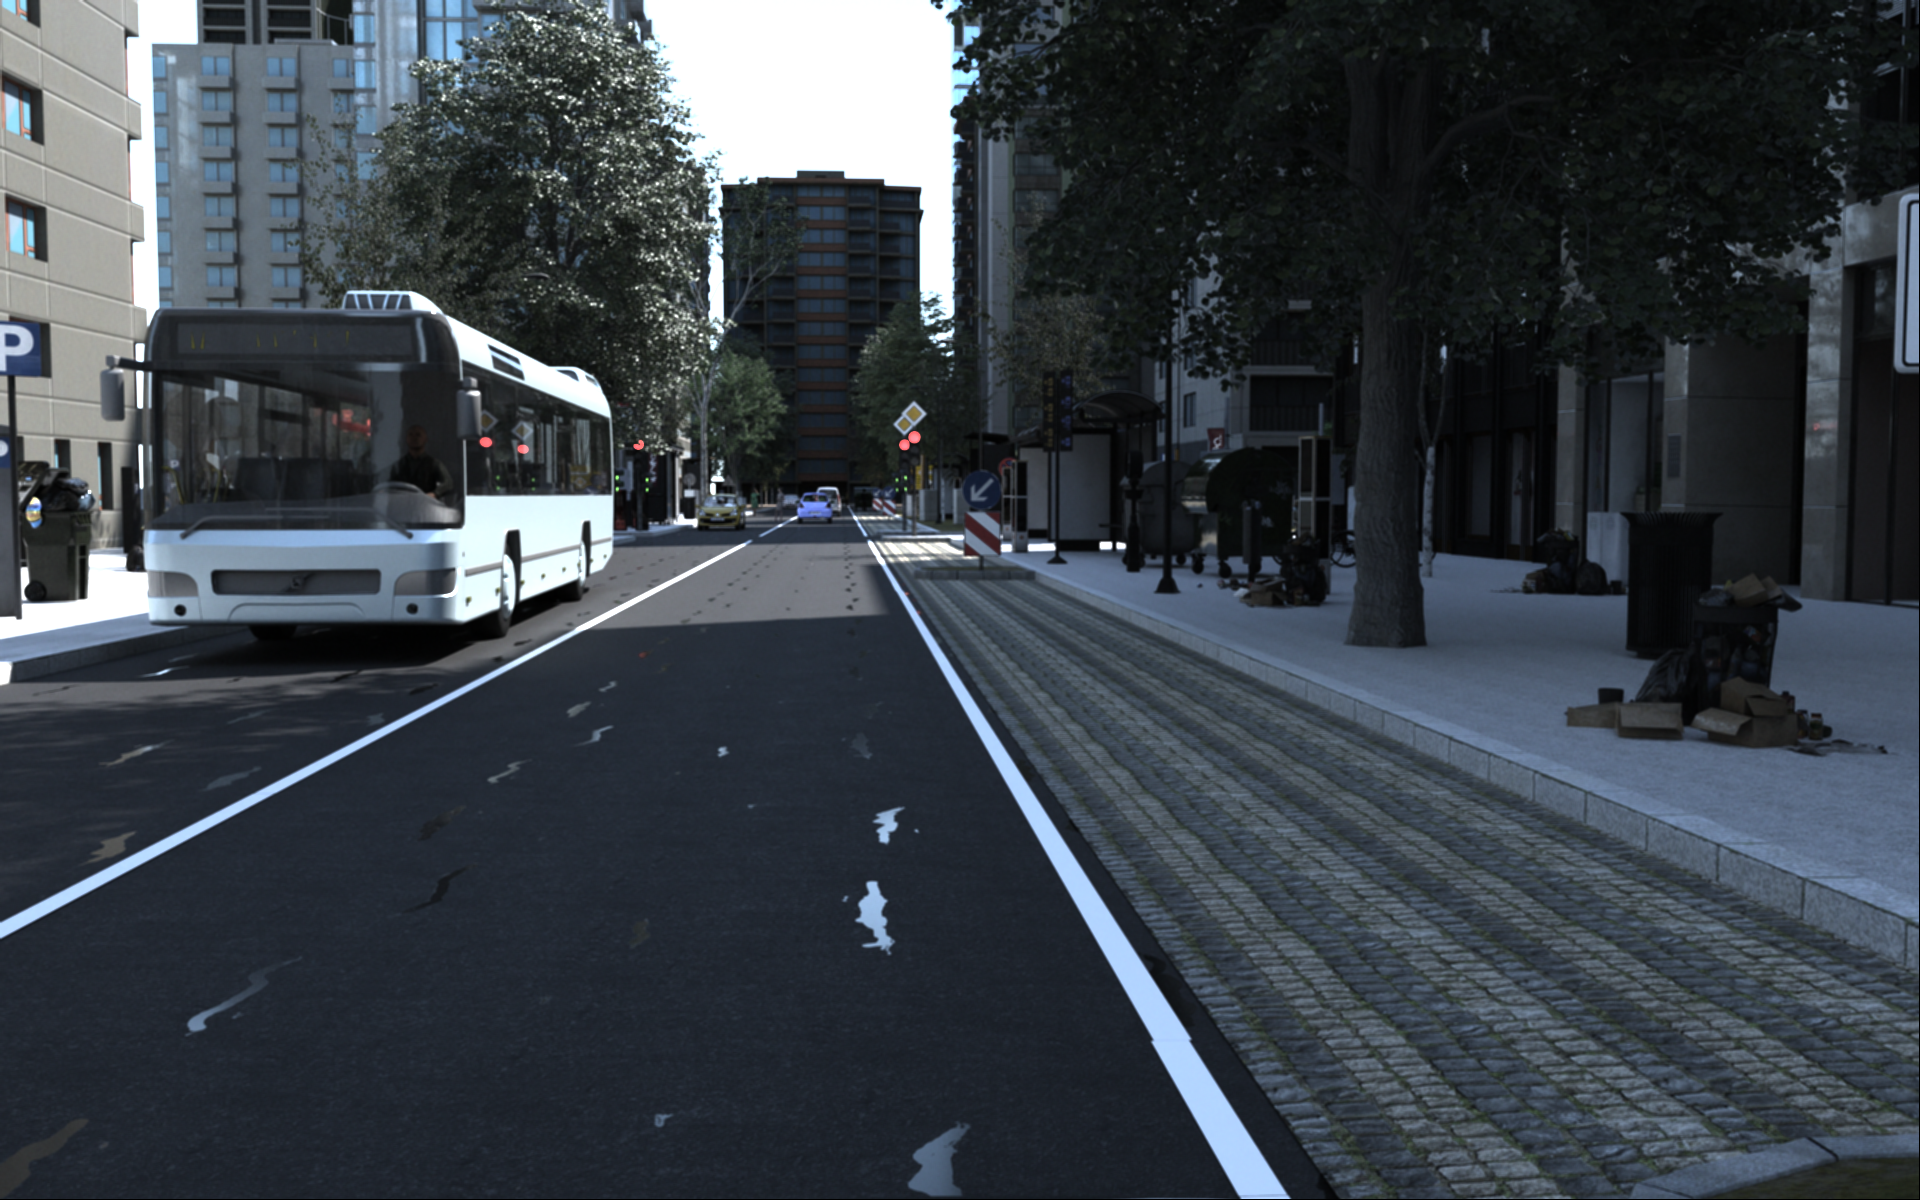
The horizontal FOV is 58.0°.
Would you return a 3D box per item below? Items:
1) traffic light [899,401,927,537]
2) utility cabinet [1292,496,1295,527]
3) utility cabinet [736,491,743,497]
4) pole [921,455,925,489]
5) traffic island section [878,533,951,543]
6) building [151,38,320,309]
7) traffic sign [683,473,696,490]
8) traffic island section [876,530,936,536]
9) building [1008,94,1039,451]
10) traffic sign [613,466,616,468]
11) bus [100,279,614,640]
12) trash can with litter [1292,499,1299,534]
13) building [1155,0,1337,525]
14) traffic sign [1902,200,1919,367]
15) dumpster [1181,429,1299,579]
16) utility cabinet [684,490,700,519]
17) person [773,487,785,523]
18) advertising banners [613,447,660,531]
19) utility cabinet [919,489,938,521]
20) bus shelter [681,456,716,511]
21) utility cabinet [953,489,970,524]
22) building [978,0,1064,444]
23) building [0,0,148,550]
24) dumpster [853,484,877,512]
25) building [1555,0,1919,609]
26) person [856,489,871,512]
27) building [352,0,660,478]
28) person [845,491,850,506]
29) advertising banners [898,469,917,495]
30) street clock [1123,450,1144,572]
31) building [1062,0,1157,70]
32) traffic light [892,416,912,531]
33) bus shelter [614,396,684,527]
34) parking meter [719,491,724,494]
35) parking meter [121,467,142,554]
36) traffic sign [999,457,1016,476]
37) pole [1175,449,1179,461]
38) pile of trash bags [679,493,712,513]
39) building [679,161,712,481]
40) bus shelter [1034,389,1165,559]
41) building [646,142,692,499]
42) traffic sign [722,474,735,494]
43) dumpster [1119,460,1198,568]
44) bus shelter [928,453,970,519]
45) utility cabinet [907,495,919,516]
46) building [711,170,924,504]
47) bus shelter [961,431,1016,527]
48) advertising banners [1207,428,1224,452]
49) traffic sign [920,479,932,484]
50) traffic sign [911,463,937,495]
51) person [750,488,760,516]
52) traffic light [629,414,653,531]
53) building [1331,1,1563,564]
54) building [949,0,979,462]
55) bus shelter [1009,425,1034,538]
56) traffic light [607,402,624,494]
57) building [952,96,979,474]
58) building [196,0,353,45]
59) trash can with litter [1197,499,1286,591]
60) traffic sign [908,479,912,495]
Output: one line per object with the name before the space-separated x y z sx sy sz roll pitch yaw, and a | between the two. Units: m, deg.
traffic light | -1.401 -3.868 52.164 0.839 4.253 0.868 0 4 -4
utility cabinet | 12.776 -3.498 68.352 0.306 1.237 1.020 -2 4 -25
utility cabinet | -16.878 -7.535 131.880 0.318 1.500 1.173 1 4 10
pole | -1.926 -5.881 89.995 0.158 3.312 0.155 0 3 0
traffic island section | -1.360 -1.835 52.281 2.009 0.180 2.903 0 4 -4
building | -68.836 -34.616 185.583 30.456 49.044 23.786 0 4 -4
traffic sign | -16.549 -6.479 106.039 0.768 2.556 0.104 0 4 -3
traffic island section | -1.908 -2.322 60.247 2.009 0.180 2.903 0 4 -4
building | 10.367 -21.861 129.136 14.160 30.474 14.107 0 4 -4
traffic sign | -13.478 -4.038 66.132 0.768 2.556 0.104 0 4 0
bus | -6.003 -1.534 19.946 2.948 3.499 13.247 0 4 -5
trash can with litter | 8.760 -1.944 43.169 1.055 1.170 0.624 -2 4 -31
building | 20.960 -39.171 78.705 20.611 71.187 20.563 0 4 -4
traffic sign | 3.511 -0.235 5.974 0.606 2.300 0.079 0 4 5
dumpster | 4.373 -1.499 27.002 1.502 2.255 1.985 0 4 -4
utility cabinet | -13.717 -4.893 88.676 0.318 1.500 1.173 -2 4 -34
person | -9.065 -4.764 86.730 0.599 1.781 0.374 3 4 37
advertising banners | -12.082 -4.187 64.644 2.074 3.025 0.090 1 4 22
utility cabinet | -1.469 -4.473 81.815 0.318 1.500 1.173 2 4 32
bus shelter | -16.600 -7.281 110.333 1.731 3.624 6.357 0 4 -4
utility cabinet | 0.299 -3.921 72.791 1.173 1.500 0.318 -2 4 -31
building | 12.223 -37.841 160.702 21.231 58.520 28.212 0 4 -4
building | -33.675 -11.192 28.027 28.899 21.520 27.650 0 4 -4
dumpster | -7.766 -8.411 142.478 1.985 2.255 1.502 0 4 -5
building | 20.606 -12.670 11.667 19.350 26.468 34.151 0 4 -4
person | -7.694 -7.994 138.832 1.348 1.869 0.705 -3 4 -37
building | -37.773 -32.291 147.563 23.786 49.044 30.456 0 4 -4
person | -13.650 -12.306 209.800 0.705 1.812 1.348 1 4 22
advertising banners | -2.913 -6.875 108.591 2.074 3.025 0.090 1 4 13
street clock | 2.857 -1.464 28.504 0.358 2.002 0.471 0 4 -6
building | 12.535 -20.046 99.446 14.160 30.474 14.107 0 4 -4
traffic light | -1.949 -4.355 60.130 0.839 4.253 0.868 0 4 -4
bus shelter | -12.916 -5.764 71.865 2.179 5.291 8.768 0 4 -4
parking meter | -17.141 -7.113 124.700 0.372 1.533 0.369 0 3 0
parking meter | -17.893 -1.939 37.417 0.255 1.863 0.399 0 4 0
traffic sign | 1.722 -3.667 60.060 0.768 2.556 0.104 0 4 4
pole | 9.823 -5.176 78.474 0.158 3.312 0.155 0 3 0
pile of trash bags | -18.230 -6.705 119.384 3.447 1.369 1.912 3 5 39
building | -40.819 -35.551 231.363 14.200 45.320 14.600 0 4 -4
bus shelter | 2.923 -2.594 36.330 2.014 3.302 5.546 0 4 -4
building | -40.980 -30.113 184.221 23.993 40.220 32.217 0 4 -4
traffic sign | -15.097 -6.906 112.922 0.884 2.594 0.081 0 4 -2
dumpster | 3.570 -1.519 30.592 1.264 1.857 1.865 0 4 -4
bus shelter | -0.500 -5.705 87.198 2.014 3.302 5.546 0 4 -4
utility cabinet | -2.740 -5.489 100.902 0.306 1.237 1.020 -2 4 -35
building | -19.608 -35.608 236.816 28.867 44.769 22.147 0 4 -4
bus shelter | 1.102 -4.668 67.597 1.731 3.624 6.357 0 4 -4
advertising banners | 7.460 -3.014 45.472 2.074 3.025 0.090 2 4 28
traffic sign | -2.138 -6.646 109.852 0.795 2.450 0.064 0 4 2
traffic sign | -2.293 -7.119 110.272 2.265 3.308 0.079 0 4 3
person | -13.175 -6.257 111.045 0.600 1.795 0.529 0 4 5
traffic light | -10.988 -4.316 59.495 0.839 4.253 0.868 0 4 -4
building | 16.381 -12.690 37.156 12.332 23.373 15.834 0 4 -4
building | 10.389 -56.548 237.230 31.000 86.520 22.319 0 4 -4
bus shelter | 2.603 -3.293 47.758 2.014 3.302 5.546 0 4 -4
traffic light | -10.440 -3.829 51.528 0.839 4.253 0.868 0 4 -4
building | 10.586 -32.724 189.664 22.147 44.769 28.867 0 4 -4
building | -87.274 -48.443 230.287 20.611 71.187 20.563 0 4 -4
trash can with litter | 4.098 -0.777 23.769 1.678 1.210 2.233 0 4 7
traffic sign | -3.180 -6.570 107.529 0.768 2.556 0.104 0 4 3
